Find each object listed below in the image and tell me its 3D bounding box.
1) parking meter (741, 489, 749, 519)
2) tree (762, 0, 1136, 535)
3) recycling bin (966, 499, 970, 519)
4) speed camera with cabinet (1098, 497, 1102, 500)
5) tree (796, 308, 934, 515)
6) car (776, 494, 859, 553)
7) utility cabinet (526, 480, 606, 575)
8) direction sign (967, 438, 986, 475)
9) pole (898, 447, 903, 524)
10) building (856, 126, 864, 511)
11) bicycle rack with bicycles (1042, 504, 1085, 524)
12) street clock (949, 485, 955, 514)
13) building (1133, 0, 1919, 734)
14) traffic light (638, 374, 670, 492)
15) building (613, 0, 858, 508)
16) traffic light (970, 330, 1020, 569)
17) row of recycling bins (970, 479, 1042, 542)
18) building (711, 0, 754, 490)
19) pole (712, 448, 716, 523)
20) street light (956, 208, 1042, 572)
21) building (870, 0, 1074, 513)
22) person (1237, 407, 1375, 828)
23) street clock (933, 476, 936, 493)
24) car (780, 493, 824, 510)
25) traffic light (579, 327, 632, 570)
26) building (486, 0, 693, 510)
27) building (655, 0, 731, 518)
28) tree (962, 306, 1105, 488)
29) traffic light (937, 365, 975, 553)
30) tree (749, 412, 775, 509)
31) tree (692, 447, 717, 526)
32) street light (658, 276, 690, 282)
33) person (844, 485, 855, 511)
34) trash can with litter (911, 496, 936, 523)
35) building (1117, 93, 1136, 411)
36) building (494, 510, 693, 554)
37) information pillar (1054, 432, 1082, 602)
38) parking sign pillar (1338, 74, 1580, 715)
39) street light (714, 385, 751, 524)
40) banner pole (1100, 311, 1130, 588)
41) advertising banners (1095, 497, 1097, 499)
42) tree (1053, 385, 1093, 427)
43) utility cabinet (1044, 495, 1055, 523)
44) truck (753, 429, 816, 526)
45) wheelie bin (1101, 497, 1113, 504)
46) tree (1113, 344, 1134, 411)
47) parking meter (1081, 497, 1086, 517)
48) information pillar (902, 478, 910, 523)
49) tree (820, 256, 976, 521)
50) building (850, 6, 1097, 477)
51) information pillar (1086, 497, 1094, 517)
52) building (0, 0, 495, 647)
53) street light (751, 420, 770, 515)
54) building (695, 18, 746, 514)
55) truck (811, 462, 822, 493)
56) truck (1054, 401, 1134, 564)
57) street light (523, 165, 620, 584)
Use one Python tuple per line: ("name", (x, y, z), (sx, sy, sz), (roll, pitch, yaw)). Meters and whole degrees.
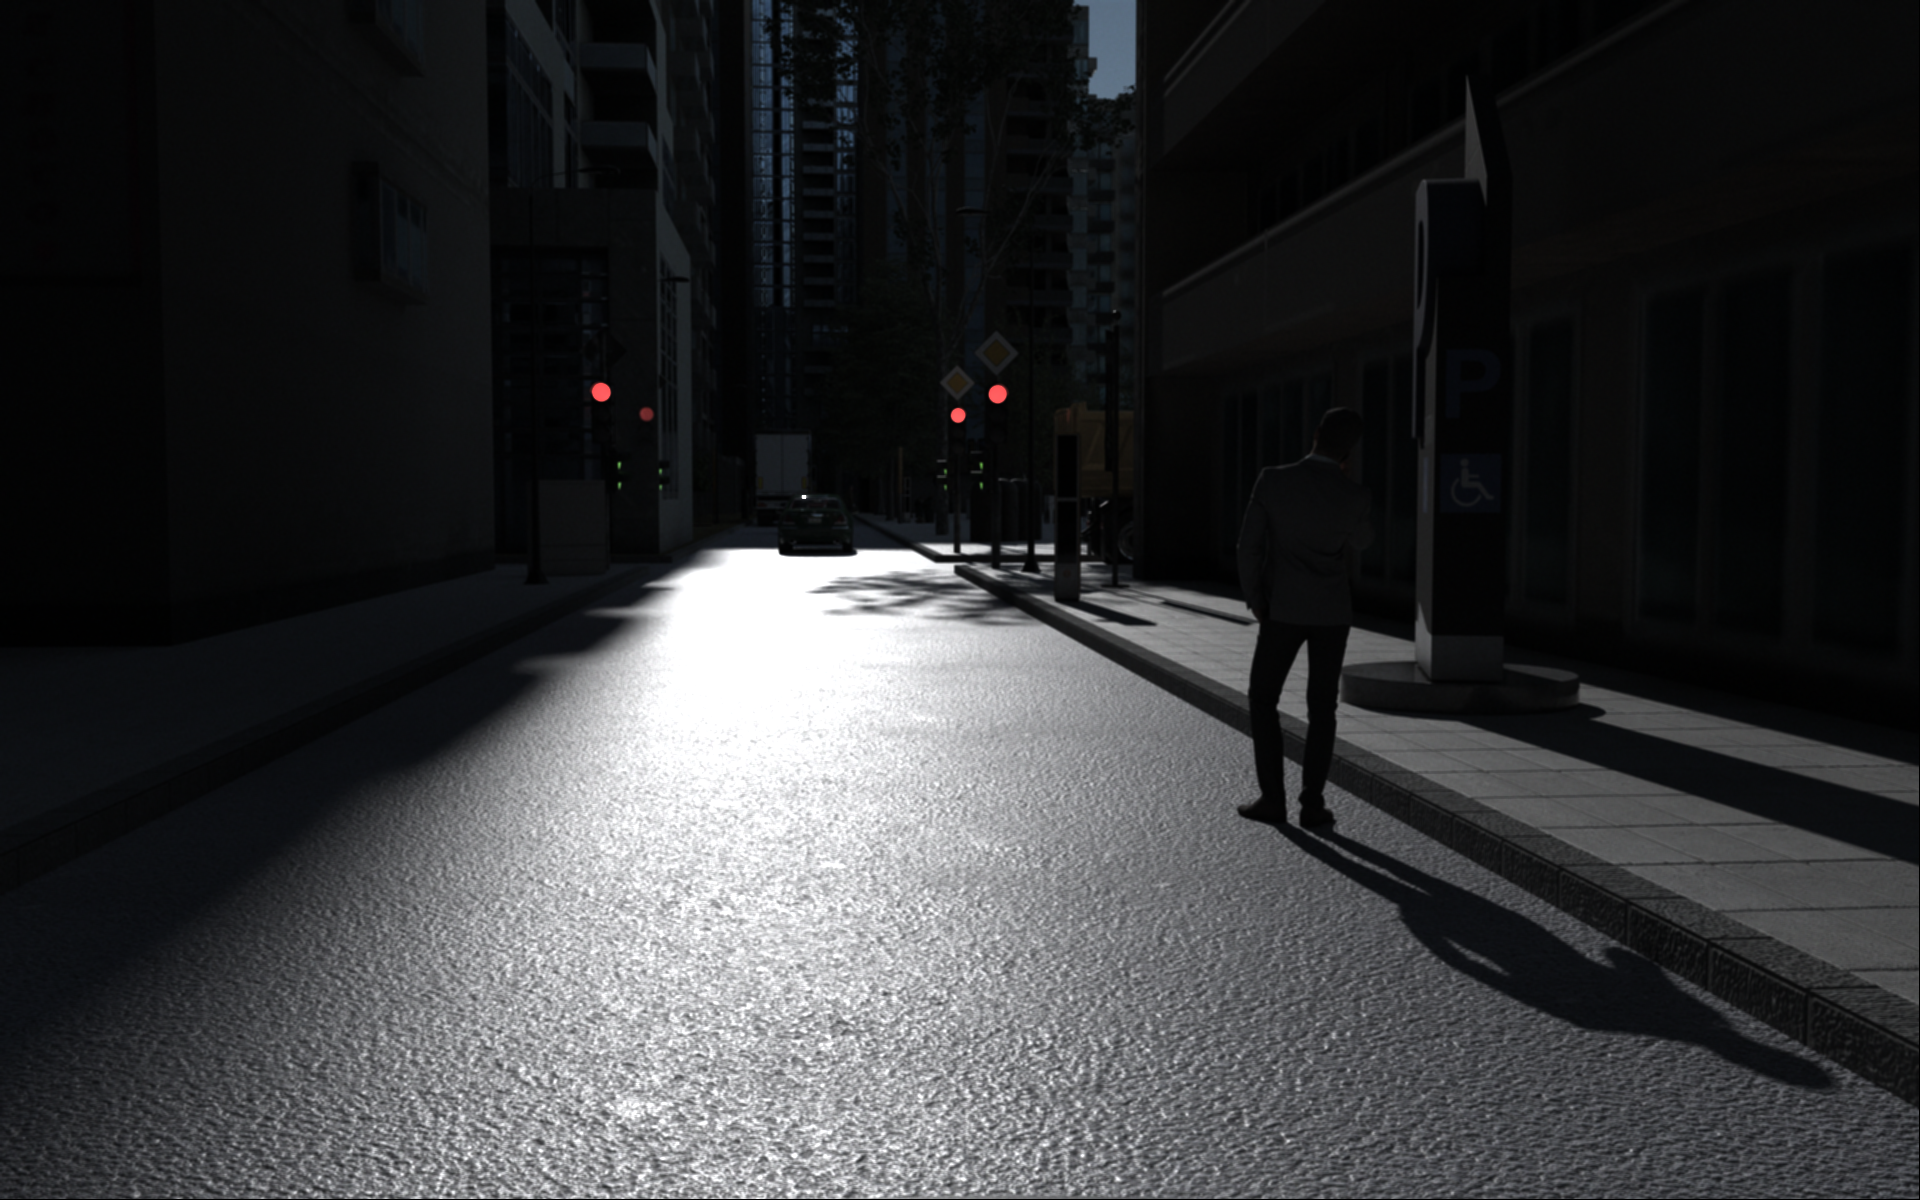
("parking meter", (-10.999, -4.908, 88.652), (0.372, 1.533, 0.369), (0, 3, 0))
("tree", (0.719, -12.057, 53.029), (12.611, 20.169, 13.585), (0, 3, 0))
("recycling bin", (0.784, -4.631, 88.265), (0.722, 1.027, 0.722), (2, 4, 28))
("speed camera with cabinet", (6.406, -4.709, 71.330), (0.660, 3.252, 2.038), (3, 4, 36))
("tree", (-4.922, -11.514, 105.264), (9.611, 12.733, 9.660), (0, 3, 0))
("car", (-3.604, -1.947, 43.637), (2.131, 1.459, 4.920), (0, 4, -3))
("utility cabinet", (-6.199, -1.137, 27.264), (1.173, 1.500, 0.318), (-2, 4, -29))
("direction sign", (0.676, -4.809, 70.624), (0.876, 3.537, 0.379), (2, 4, 33))
("pole", (-2.595, -4.961, 74.949), (0.158, 3.312, 0.155), (0, 3, 0))
("building", (-1.198, -22.330, 136.797), (14.160, 30.474, 14.107), (0, 4, -5))
("bicycle rack with bicycles", (4.530, -4.093, 80.301), (2.852, 0.926, 2.925), (-1, 4, -21))
("street clock", (-0.597, -6.607, 112.590), (0.471, 2.002, 0.358), (-1, 4, -15))
("building", (14.148, -23.962, 15.481), (21.300, 48.544, 21.600), (0, 4, -5))
("traffic light", (-6.667, -2.951, 37.163), (0.839, 4.253, 0.868), (0, 4, -5))
("building", (-23.579, -54.540, 204.395), (31.000, 86.520, 22.319), (0, 4, -5))
("traffic light", (0.601, -2.499, 29.785), (0.839, 4.253, 0.868), (0, 4, -5))
("row of recycling bins", (1.330, -2.464, 47.391), (1.069, 1.692, 3.534), (2, 4, 26))
("building", (-23.840, -29.868, 138.455), (14.600, 45.320, 14.200), (0, 4, -5))
("pole", (-10.827, -5.052, 76.437), (0.158, 3.312, 0.155), (0, 3, 0))
("street light", (0.630, -3.410, 28.294), (1.470, 5.913, 1.316), (0, 4, -5))
("building", (-0.092, -28.878, 122.260), (14.600, 45.320, 14.200), (0, 4, -5))
("person", (1.493, 0.069, 7.548), (0.592, 1.802, 0.473), (1, 4, 20))
("street clock", (-0.745, -3.622, 63.794), (0.471, 2.002, 0.358), (1, 4, 10))
("car", (-5.480, -3.296, 62.922), (2.155, 1.783, 4.494), (0, 4, -3))
("traffic light", (-5.985, -2.464, 29.207), (0.839, 4.253, 0.868), (0, 4, -5))
("building", (-35.319, -52.638, 173.301), (31.000, 86.520, 22.319), (0, 4, -5))
("building", (-24.202, -28.668, 88.322), (23.786, 49.044, 30.456), (0, 4, -5))
("tree", (2.360, -7.125, 66.851), (4.737, 8.622, 4.395), (0, 3, 0))
("traffic light", (-0.081, -2.986, 37.741), (0.839, 4.253, 0.868), (0, 4, -5))
("tree", (-18.796, -12.809, 159.791), (4.737, 8.622, 4.395), (0, 3, 0))
("tree", (-10.373, -4.579, 69.464), (1.663, 3.219, 1.824), (0, 3, 0))
("street light", (-6.462, -3.947, 37.072), (1.470, 5.913, 1.316), (0, 4, -5))
("person", (-4.962, -4.240, 77.742), (0.656, 1.842, 0.836), (1, 4, 20))
("trash can with litter", (-1.466, -3.951, 75.985), (0.624, 1.170, 1.055), (3, 5, 40))
("building", (21.516, -36.116, 210.108), (30.456, 49.044, 23.786), (0, 4, -5))
("building", (-18.862, -45.025, 48.837), (22.319, 86.520, 31.000), (0, 4, -5))
("information pillar", (1.290, -0.992, 20.713), (0.304, 2.012, 0.304), (0, 4, 7))
("parking sign pillar", (3.075, -1.355, 10.626), (1.447, 3.967, 1.447), (1, 4, 11))
("street light", (-9.799, -6.185, 73.662), (1.470, 5.913, 1.316), (0, 4, -5))
("banner pole", (2.065, -2.051, 23.552), (0.401, 3.779, 0.863), (1, 4, 19))
("advertising banners", (8.173, -6.530, 102.951), (0.090, 3.025, 2.074), (3, 4, 36))
("tree", (7.630, -9.862, 111.606), (4.360, 8.622, 3.978), (0, 3, 0))
("utility cabinet", (4.150, -4.011, 76.745), (0.306, 1.237, 1.020), (3, 5, 41))
("truck", (-8.113, -5.584, 80.214), (2.839, 4.237, 11.283), (0, 4, -5))
("wheelie bin", (5.567, -3.372, 63.045), (0.980, 1.594, 0.693), (3, 5, 43))
("tree", (8.678, -7.981, 80.849), (4.737, 8.622, 4.395), (0, 3, 0))
("parking meter", (7.029, -5.633, 97.815), (0.255, 1.863, 0.399), (3, 5, 44))
("information pillar", (-2.416, -4.459, 77.397), (0.304, 2.012, 0.304), (-2, 4, -30))
("tree", (-2.954, -10.083, 82.989), (7.486, 12.596, 7.792), (0, 3, 0))
("building", (0.977, -33.893, 173.763), (23.786, 49.044, 30.456), (0, 4, -5))
("information pillar", (6.912, -5.355, 92.053), (0.304, 2.012, 0.304), (2, 4, 27))
("building", (-17.476, -24.027, 16.550), (21.600, 48.544, 21.300), (0, 4, -5))
("street light", (-12.586, -8.322, 108.610), (1.470, 5.913, 1.316), (0, 4, -5))
("building", (-25.587, -41.702, 120.080), (20.563, 71.187, 20.611), (0, 4, -5))
("truck", (-13.973, -10.253, 156.555), (2.839, 4.237, 11.283), (0, 4, -4))
("truck", (6.823, -2.311, 33.703), (9.791, 3.379, 3.469), (0, 4, -4))
("street light", (-5.507, -3.184, 24.597), (1.470, 5.913, 1.316), (0, 4, -5))
